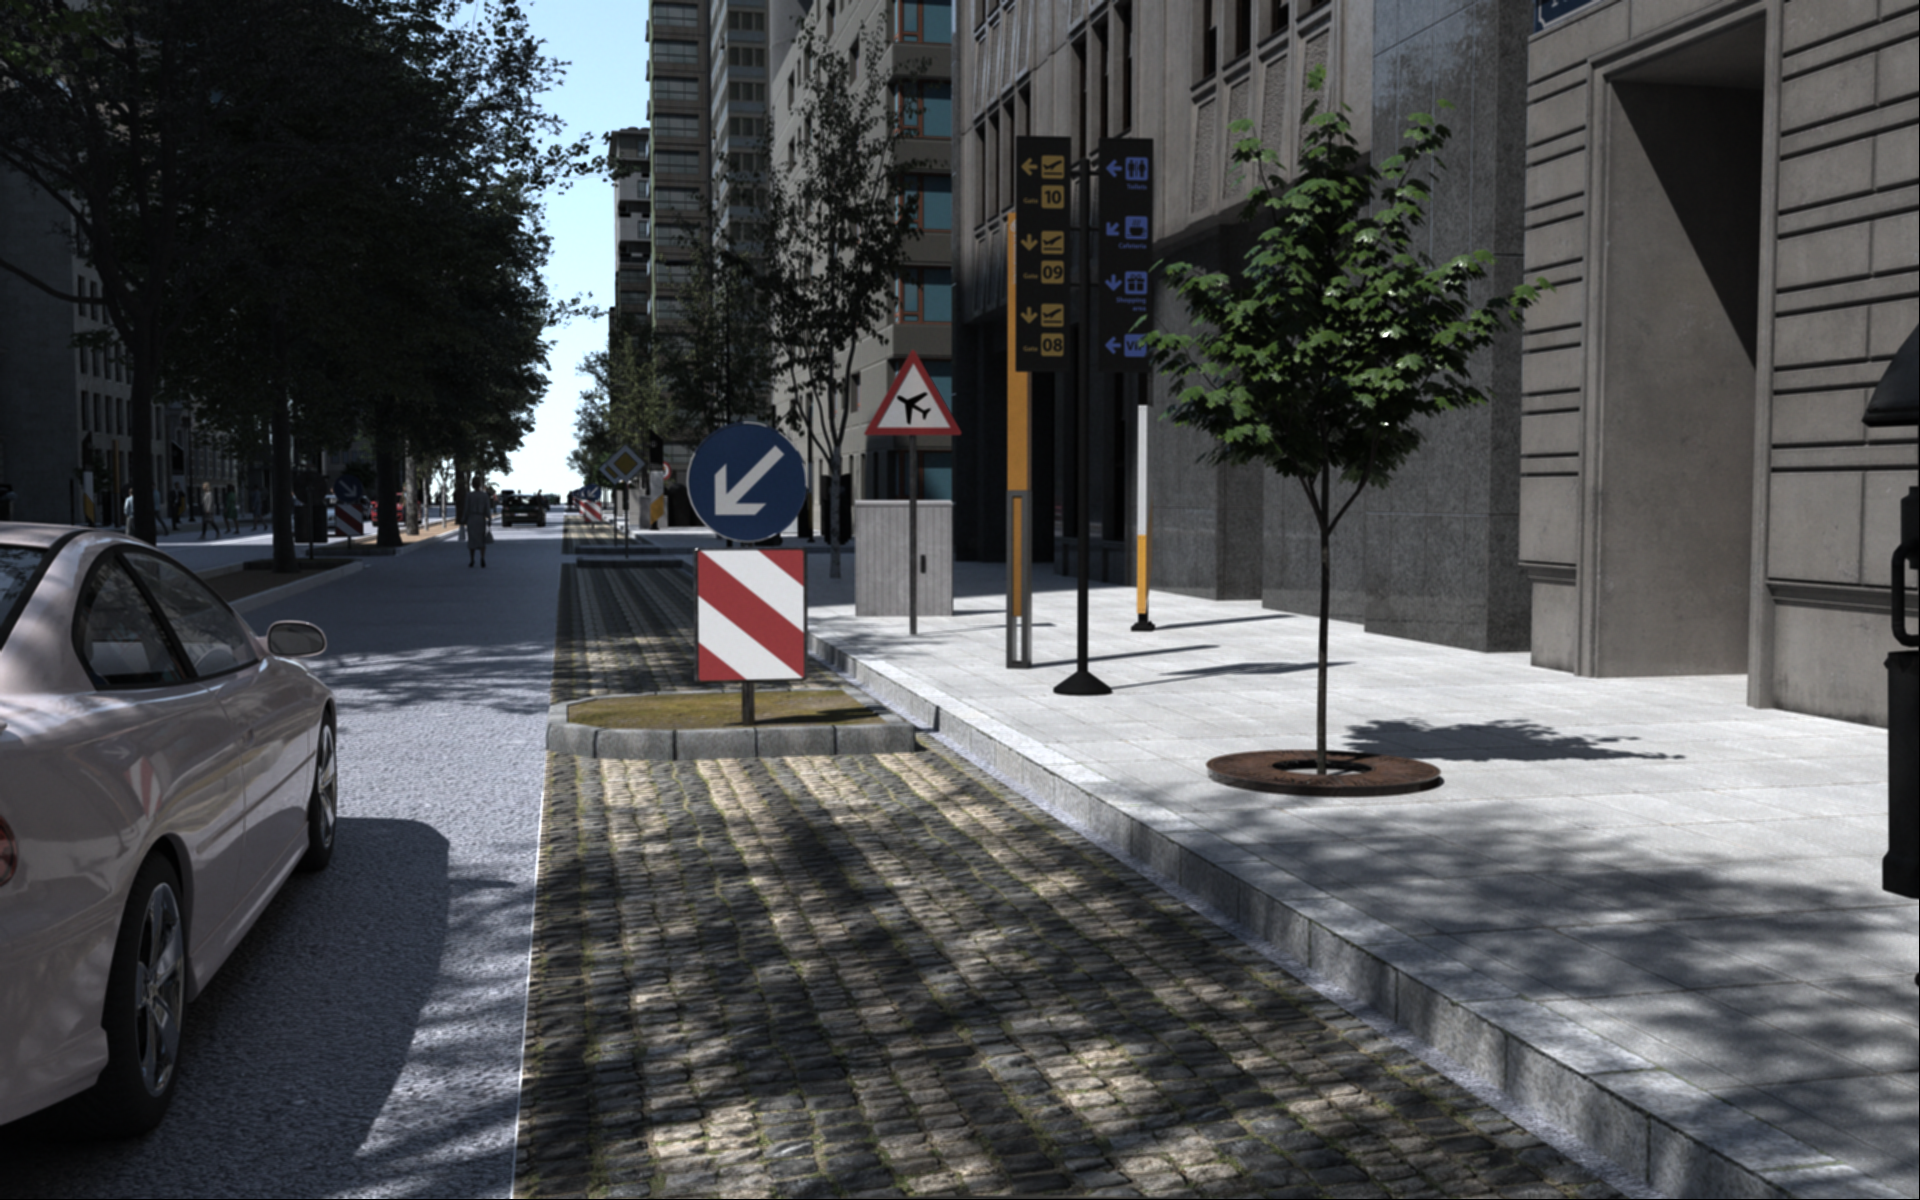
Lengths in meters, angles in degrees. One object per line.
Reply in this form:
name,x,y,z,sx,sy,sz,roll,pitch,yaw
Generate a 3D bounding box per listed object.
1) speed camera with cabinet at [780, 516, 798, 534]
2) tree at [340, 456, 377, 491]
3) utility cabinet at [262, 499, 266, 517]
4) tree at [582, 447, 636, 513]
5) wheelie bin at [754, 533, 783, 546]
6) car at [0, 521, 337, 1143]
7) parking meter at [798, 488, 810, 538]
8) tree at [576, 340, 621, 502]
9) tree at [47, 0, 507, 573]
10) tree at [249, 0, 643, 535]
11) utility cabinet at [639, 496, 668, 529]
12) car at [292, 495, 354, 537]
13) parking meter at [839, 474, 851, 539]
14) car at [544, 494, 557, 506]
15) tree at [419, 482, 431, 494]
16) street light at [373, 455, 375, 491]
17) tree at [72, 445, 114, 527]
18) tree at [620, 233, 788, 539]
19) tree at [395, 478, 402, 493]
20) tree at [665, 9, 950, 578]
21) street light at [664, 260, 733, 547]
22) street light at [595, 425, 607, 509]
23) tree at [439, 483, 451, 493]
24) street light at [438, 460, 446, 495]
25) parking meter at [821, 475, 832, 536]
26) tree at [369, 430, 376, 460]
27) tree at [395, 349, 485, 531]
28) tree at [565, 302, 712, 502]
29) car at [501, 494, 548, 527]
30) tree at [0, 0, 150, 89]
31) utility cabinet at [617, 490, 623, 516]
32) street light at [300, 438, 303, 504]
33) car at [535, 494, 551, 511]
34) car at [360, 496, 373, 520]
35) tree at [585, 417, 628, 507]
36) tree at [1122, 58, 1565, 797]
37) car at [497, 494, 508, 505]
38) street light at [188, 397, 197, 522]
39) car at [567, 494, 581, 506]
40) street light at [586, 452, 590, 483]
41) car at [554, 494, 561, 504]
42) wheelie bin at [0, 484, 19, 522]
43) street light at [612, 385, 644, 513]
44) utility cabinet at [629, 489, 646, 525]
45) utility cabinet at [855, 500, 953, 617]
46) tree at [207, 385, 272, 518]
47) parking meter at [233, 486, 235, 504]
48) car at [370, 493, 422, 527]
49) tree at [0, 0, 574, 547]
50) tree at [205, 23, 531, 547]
speed camera with cabinet,-5.721,-3.815,56.707,0.660,3.252,2.038,-1,4,-14
tree,-52.371,-10.225,150.891,4.285,4.588,4.351,0,3,0
utility cabinet,-39.297,-5.421,97.314,0.318,1.500,1.173,-2,4,-35
tree,-23.884,-8.313,119.637,4.285,4.588,4.351,0,3,0
wheelie bin,-4.807,-2.140,42.904,0.693,1.594,0.980,1,4,17
car,-2.999,0.450,5.013,2.083,1.381,4.827,-1,4,-13
parking meter,-4.597,-2.606,51.024,0.372,1.533,0.369,0,3,0
tree,-14.362,-7.798,77.858,4.737,8.622,4.395,0,3,0
tree,-12.012,-6.726,30.550,7.486,12.596,7.792,0,3,0
tree,-17.569,-12.258,58.761,12.611,20.169,13.585,0,3,0
utility cabinet,-11.352,-3.242,64.169,1.020,1.237,0.306,-1,4,-22
car,-21.681,-2.895,59.328,2.014,1.417,4.499,-1,4,-11
parking meter,-3.320,-2.671,49.388,0.399,1.863,0.255,2,4,24
car,-51.583,-12.566,217.249,2.131,1.459,4.920,-1,4,-15
tree,-67.540,-13.737,219.196,1.663,3.219,1.824,0,3,0
street light,-52.109,-11.195,155.585,1.470,5.913,1.316,-1,4,-13
tree,-33.862,-4.489,67.991,1.663,3.219,1.824,0,3,0
tree,-6.820,-6.020,48.783,4.737,8.622,4.395,0,3,0
tree,-57.111,-10.966,173.889,1.663,3.219,1.824,0,3,0
tree,-2.063,-4.656,26.484,4.360,8.622,3.978,0,3,0
street light,-5.173,-3.797,34.629,1.470,5.913,1.316,-1,4,-13
street light,-23.591,-8.743,115.492,1.470,5.913,1.316,-1,4,-13
tree,-75.297,-15.827,253.364,1.663,3.219,1.824,0,3,0
street light,-70.444,-16.104,235.842,1.470,5.913,1.316,-1,4,-13
parking meter,-4.112,-2.928,53.578,0.255,1.863,0.399,2,4,29
tree,-55.885,-13.403,169.503,4.737,8.622,4.395,0,3,0
tree,-20.774,-6.994,67.174,4.360,8.622,3.978,0,3,0
tree,-15.576,-9.195,84.749,7.601,10.594,8.767,0,4,-7
car,-19.105,-4.044,75.905,2.009,1.686,4.222,-1,4,-11
tree,-7.747,-5.011,10.137,9.928,11.665,9.643,0,3,0
utility cabinet,-19.314,-5.488,98.403,0.318,1.500,1.173,-1,4,-13
street light,-42.594,-8.620,113.477,1.470,5.913,1.316,-1,4,-13
car,-36.879,-8.557,151.913,2.014,1.417,4.499,-1,4,-12
car,-33.464,-5.079,95.616,1.945,1.354,3.894,-1,4,-13
tree,-31.098,-12.345,152.203,4.360,8.622,3.978,0,3,0
tree,1.614,-0.812,7.875,1.663,3.219,1.824,0,3,0
car,-56.063,-12.360,211.877,2.009,1.686,4.222,-1,4,-14
street light,-35.014,-6.579,80.100,1.470,5.913,1.316,-1,4,-13
car,-47.883,-12.566,215.243,2.009,1.686,4.222,-1,4,-11
street light,-30.877,-10.718,147.783,1.470,5.913,1.316,-1,4,-13
car,-55.377,-13.686,235.570,2.131,1.459,4.920,-1,4,-14
wheelie bin,-29.117,-2.735,52.620,0.980,1.594,0.693,-1,4,-17
street light,-14.053,-6.189,73.725,1.470,5.913,1.316,-1,4,-13
utility cabinet,-13.139,-3.869,71.931,1.173,1.500,0.318,0,4,0
utility cabinet,-0.590,-0.433,18.235,1.020,1.237,0.306,0,4,-5
tree,-38.441,-8.736,93.197,4.737,8.622,4.395,0,3,0
parking meter,-43.280,-5.944,102.889,0.255,1.863,0.399,3,5,43
car,-25.256,-4.201,77.722,2.155,1.783,4.494,-1,4,-11
tree,-10.001,-6.610,20.897,12.009,13.543,11.850,0,3,0
tree,-15.472,-8.406,46.543,9.857,13.997,8.962,0,3,0
